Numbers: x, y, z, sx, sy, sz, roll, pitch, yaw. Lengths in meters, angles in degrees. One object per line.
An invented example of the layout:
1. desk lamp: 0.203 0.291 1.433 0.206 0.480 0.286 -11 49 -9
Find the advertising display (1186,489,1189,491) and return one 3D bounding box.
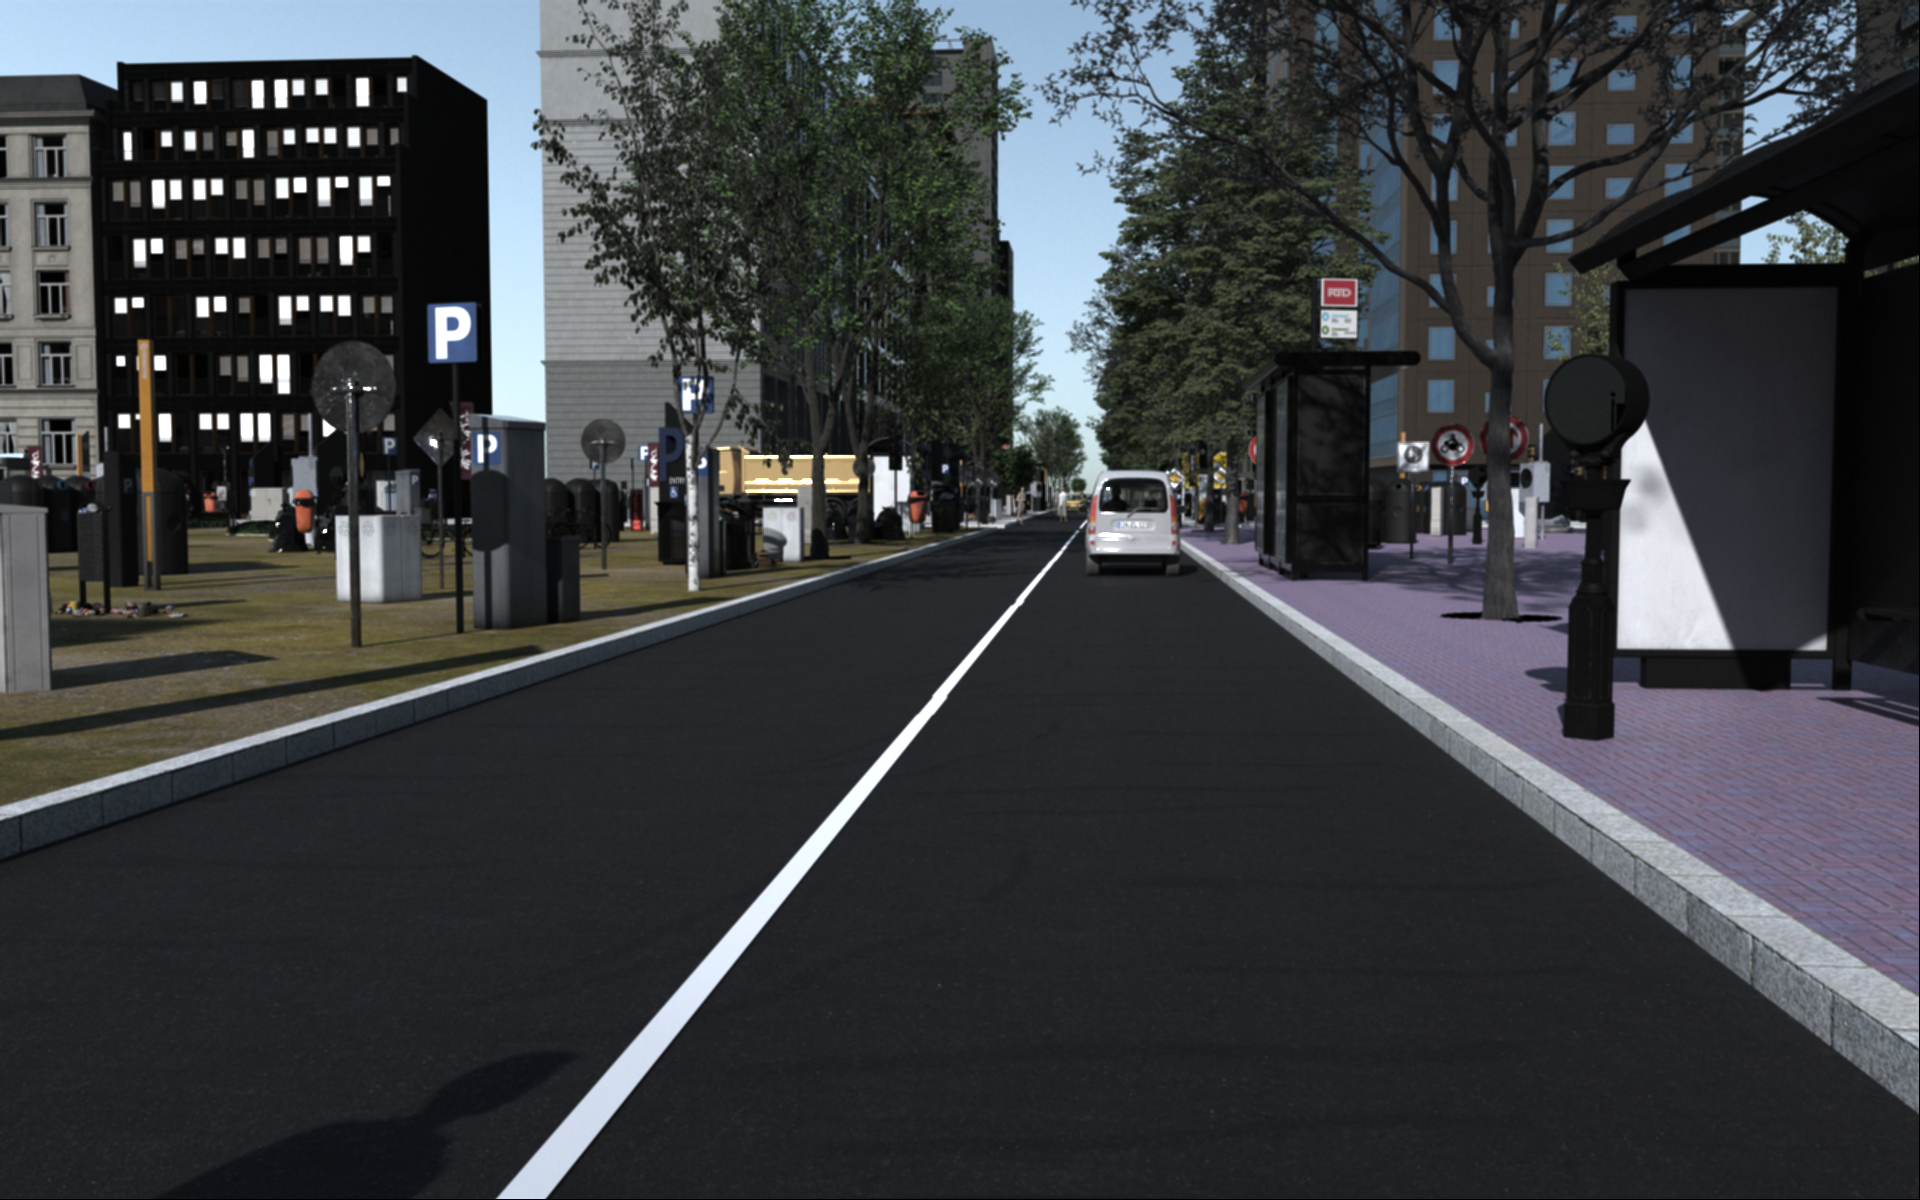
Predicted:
1. advertising display: 19.149 -8.569 145.317 0.123 1.923 0.974 -3 5 -39

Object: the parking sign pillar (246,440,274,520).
1. parking sign pillar: -34.682 -5.962 85.950 1.447 3.967 1.447 1 4 23

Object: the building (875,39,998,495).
1. building: -2.237 -51.358 277.954 20.563 71.187 20.611 0 4 5

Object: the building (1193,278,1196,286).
1. building: 46.939 -37.594 298.262 14.154 41.232 14.086 0 4 5

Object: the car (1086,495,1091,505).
1. car: 14.250 -11.305 197.423 1.945 1.354 3.894 0 4 3

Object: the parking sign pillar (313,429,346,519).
1. parking sign pillar: -24.333 -4.785 66.709 1.447 3.967 1.447 2 4 30

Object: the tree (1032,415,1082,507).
1. tree: 8.331 -12.838 160.263 4.360 8.622 3.978 0 3 0

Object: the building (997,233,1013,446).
1. building: 1.816 -39.551 296.761 14.600 45.320 14.200 0 4 5

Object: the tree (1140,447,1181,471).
1. tree: 13.662 -8.079 115.806 4.285 4.588 4.351 0 3 0

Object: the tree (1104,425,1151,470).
1. tree: 21.426 -16.669 206.946 8.767 10.594 7.601 -1 4 -12

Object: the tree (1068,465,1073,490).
1. tree: 13.909 -17.628 238.586 4.737 8.622 4.395 0 3 0

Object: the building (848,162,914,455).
1. building: -14.959 -20.066 132.601 19.350 26.468 34.151 0 4 5

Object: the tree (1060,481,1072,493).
1. tree: 15.331 -15.582 249.368 1.663 3.219 1.824 0 3 0

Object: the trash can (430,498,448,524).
1. trash can: -20.025 -3.357 66.544 0.748 1.137 0.748 0 3 0

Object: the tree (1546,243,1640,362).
1. tree: 19.013 -6.113 50.315 4.737 8.622 4.395 0 3 0

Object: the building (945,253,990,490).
1. building: -11.215 -34.562 256.970 32.217 40.220 23.993 0 4 5

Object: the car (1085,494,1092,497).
1. car: 16.402 -12.895 221.061 2.015 1.641 3.980 0 4 4

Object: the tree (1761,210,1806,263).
1. tree: 18.881 -5.387 38.440 4.737 8.622 4.395 0 3 0

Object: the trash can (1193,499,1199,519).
1. trash can: 14.017 -5.459 100.908 0.748 1.137 0.748 0 3 0

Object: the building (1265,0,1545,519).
1. building: 26.387 -27.910 106.446 14.600 45.320 14.200 0 4 5

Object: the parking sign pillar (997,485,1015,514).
1. parking sign pillar: 3.119 -7.698 114.335 1.447 3.967 1.447 2 4 32

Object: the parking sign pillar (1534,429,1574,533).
1. parking sign pillar: 19.673 -4.224 57.529 1.447 3.967 1.447 -2 4 -26

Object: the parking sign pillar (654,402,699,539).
1. parking sign pillar: -8.189 -3.789 50.417 1.447 3.967 1.447 3 5 39

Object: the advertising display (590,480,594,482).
1. advertising display: -15.986 -4.392 77.017 0.974 1.923 0.123 -3 5 -39

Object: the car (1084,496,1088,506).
1. car: 12.333 -10.429 179.313 1.959 1.807 4.718 0 4 7

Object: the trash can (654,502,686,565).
1. trash can: -5.173 -1.210 31.436 0.748 1.137 0.748 0 3 0

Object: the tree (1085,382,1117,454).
1. tree: 27.194 -26.437 288.131 12.611 20.169 13.585 0 3 0

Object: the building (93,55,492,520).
1. building: -34.960 -16.077 92.540 15.834 23.373 12.332 0 4 5

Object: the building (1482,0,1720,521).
1. building: 28.937 -26.795 88.211 14.200 45.320 14.600 0 4 5

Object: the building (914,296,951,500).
1. building: -15.907 -19.623 165.880 27.650 21.520 28.899 0 4 5

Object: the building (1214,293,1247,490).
1. building: 43.365 -29.137 248.093 14.160 30.474 14.107 0 4 5

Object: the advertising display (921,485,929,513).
1. advertising display: -2.378 -6.959 118.997 0.123 1.923 0.974 2 4 27

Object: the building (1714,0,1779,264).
1. building: 41.731 -27.010 133.489 32.217 40.220 23.993 0 4 5

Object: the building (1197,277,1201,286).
1. building: 45.913 -38.768 283.967 14.600 45.320 14.200 0 4 5

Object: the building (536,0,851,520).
1. building: -13.989 -19.749 100.383 11.434 29.767 29.804 0 4 5

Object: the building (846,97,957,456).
1. building: -12.001 -32.975 193.771 22.147 44.769 28.867 0 4 5

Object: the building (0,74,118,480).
1. building: -58.024 -16.154 97.397 30.059 22.955 16.112 0 4 5

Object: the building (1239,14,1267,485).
1. building: 42.036 -46.518 198.821 20.563 71.187 20.611 0 4 5

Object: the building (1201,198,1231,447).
1. building: 48.141 -39.269 265.746 21.300 48.544 21.600 0 4 5

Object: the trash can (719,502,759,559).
1. trash can: -4.017 -1.205 31.356 0.748 1.137 0.748 0 3 0

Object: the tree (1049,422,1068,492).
1. tree: 7.624 -13.316 168.072 4.737 8.622 4.395 0 3 0

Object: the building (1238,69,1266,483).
1. building: 40.022 -31.828 175.016 22.147 44.769 28.867 0 4 5

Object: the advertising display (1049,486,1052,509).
1. advertising display: 7.555 -8.542 144.879 0.123 1.923 0.974 1 4 11

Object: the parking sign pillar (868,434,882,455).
1. parking sign pillar: -4.089 -5.458 77.706 1.447 3.967 1.447 1 4 16

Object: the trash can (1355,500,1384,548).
1. trash can: 9.725 -1.813 41.298 0.748 1.137 0.748 0 3 0

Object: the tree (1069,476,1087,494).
1. tree: 20.750 -19.643 304.871 4.285 4.588 4.351 0 3 0

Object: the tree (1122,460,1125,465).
1. tree: 23.385 -17.237 232.184 4.737 8.622 4.395 0 3 0

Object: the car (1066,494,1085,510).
1. car: 9.121 -7.931 139.891 2.015 1.641 3.980 0 4 3

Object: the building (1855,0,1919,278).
1. building: 58.781 -28.460 89.015 21.600 48.544 21.300 0 4 5

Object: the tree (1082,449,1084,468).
1. tree: 13.303 -16.236 215.816 4.360 8.622 3.978 0 3 0
